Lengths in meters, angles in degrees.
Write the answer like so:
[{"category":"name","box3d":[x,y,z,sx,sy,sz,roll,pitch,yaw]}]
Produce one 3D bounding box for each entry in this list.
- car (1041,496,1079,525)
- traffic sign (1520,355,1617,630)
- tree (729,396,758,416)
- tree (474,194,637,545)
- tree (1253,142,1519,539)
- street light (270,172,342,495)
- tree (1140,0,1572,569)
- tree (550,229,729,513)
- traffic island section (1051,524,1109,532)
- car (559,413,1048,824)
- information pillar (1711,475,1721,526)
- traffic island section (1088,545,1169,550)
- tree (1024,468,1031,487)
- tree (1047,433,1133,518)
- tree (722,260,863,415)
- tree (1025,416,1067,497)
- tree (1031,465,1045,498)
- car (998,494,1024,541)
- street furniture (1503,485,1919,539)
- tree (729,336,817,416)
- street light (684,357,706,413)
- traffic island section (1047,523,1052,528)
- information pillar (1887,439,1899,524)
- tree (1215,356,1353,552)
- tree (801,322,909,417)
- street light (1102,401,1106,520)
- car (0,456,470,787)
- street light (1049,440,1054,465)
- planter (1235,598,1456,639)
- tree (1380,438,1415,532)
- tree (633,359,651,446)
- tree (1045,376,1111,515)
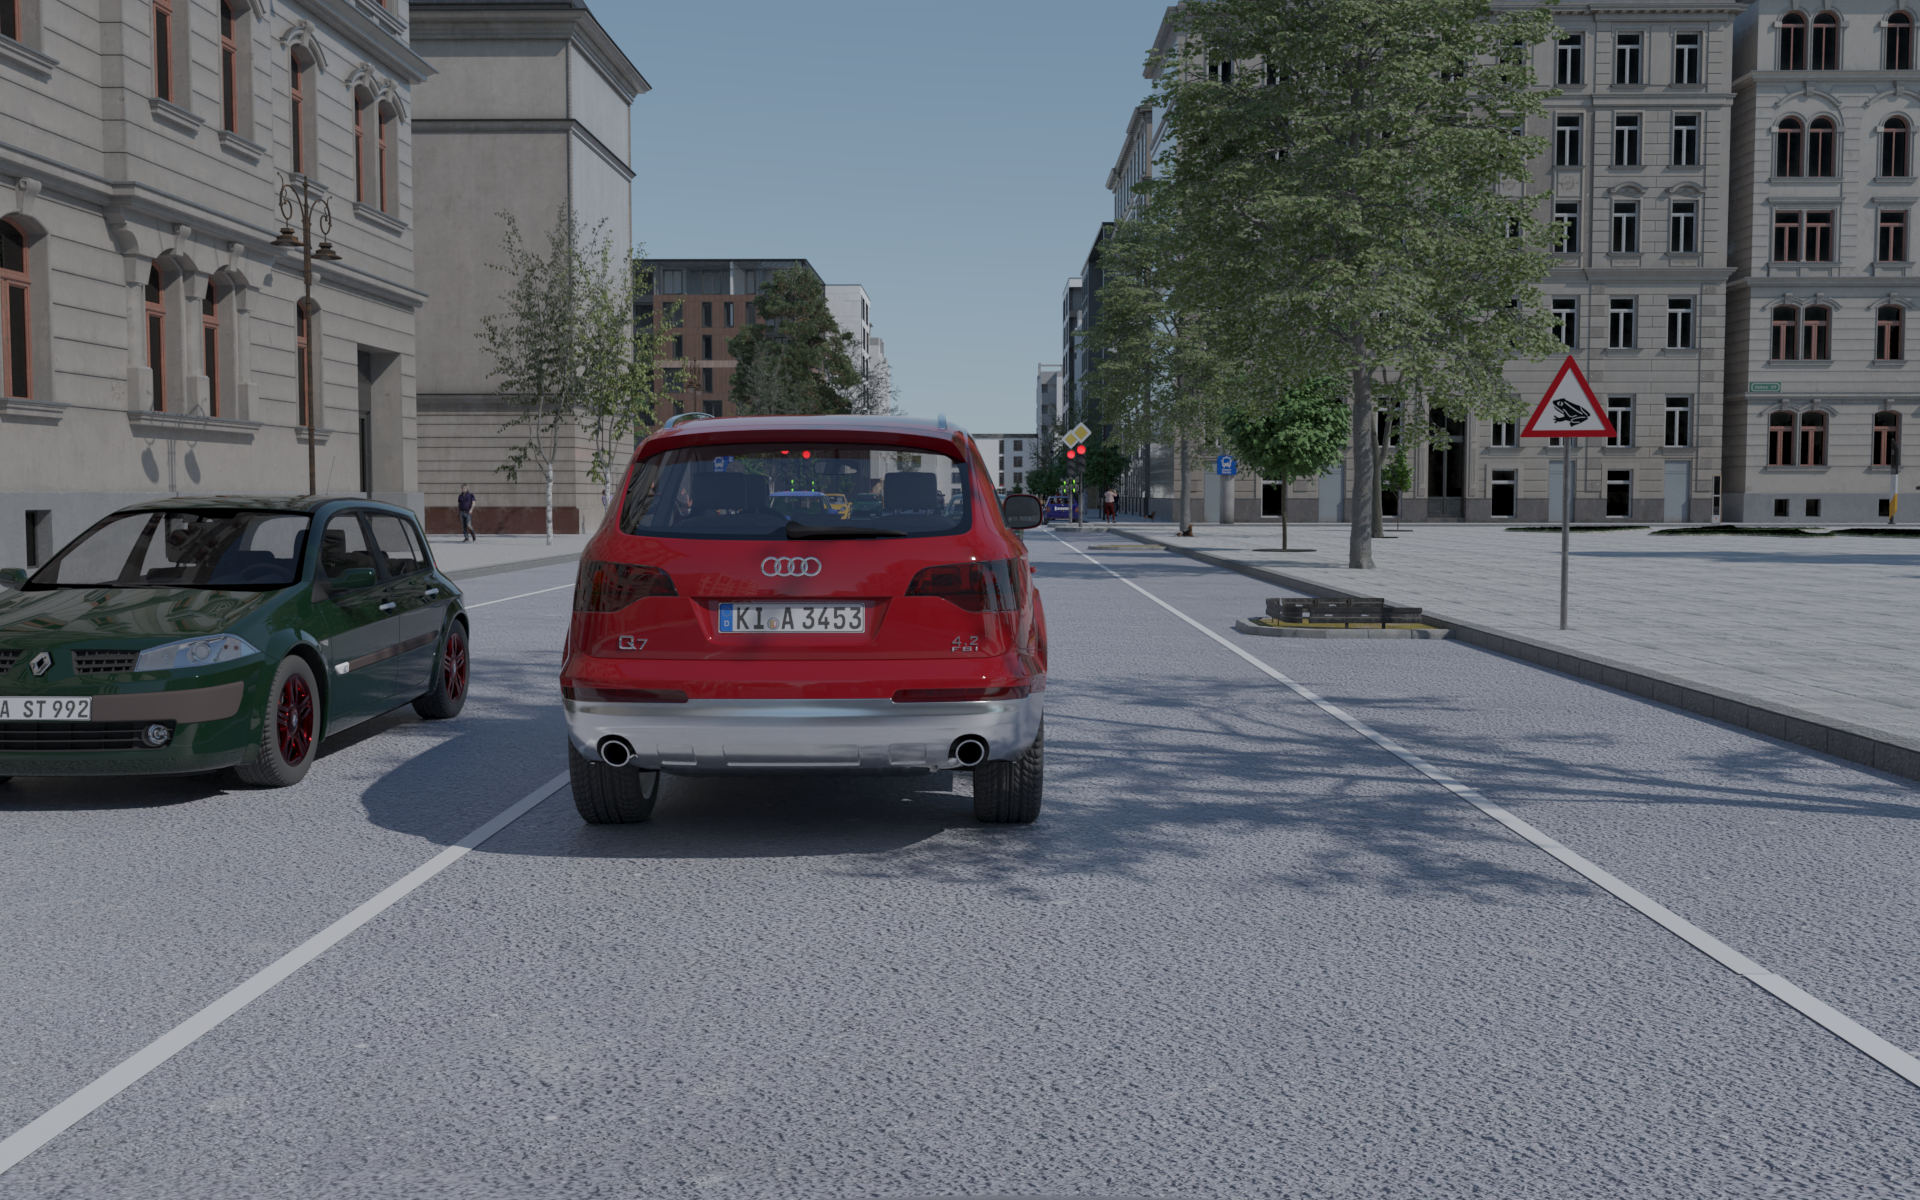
[{"category":"car","box3d":[4.666,-4.188,81.059,1.945,1.354,3.894,0,4,-1]},{"category":"traffic sign","box3d":[5.708,-0.997,16.308,0.884,2.594,0.081,0,4,5]},{"category":"tree","box3d":[-11.216,-9.245,101.512,4.737,8.622,4.395,0,3,0]},{"category":"tree","box3d":[-10.245,-5.685,43.308,4.360,8.622,3.978,0,3,0]},{"category":"tree","box3d":[12.240,-7.613,50.227,9.928,11.665,9.643,0,3,0]},{"category":"street light","box3d":[-9.495,-3.212,25.305,0.468,5.910,1.993,0,4,1]},{"category":"tree","box3d":[6.500,-6.814,29.540,7.486,12.596,7.792,0,3,0]},{"category":"tree","box3d":[-9.887,-6.052,49.311,4.737,8.622,4.395,0,3,0]},{"category":"traffic island section","box3d":[4.680,-2.732,66.955,2.009,0.180,2.903,0,4,1]},{"category":"car","box3d":[-0.668,-0.025,9.076,2.281,1.827,5.304,0,4,-1]},{"category":"information pillar","box3d":[29.381,-3.842,67.303,0.304,2.012,0.304,1,4,16]},{"category":"traffic island section","box3d":[4.347,-1.358,45.065,1.991,0.108,1.994,0,4,1]},{"category":"tree","box3d":[8.636,-12.616,189.984,4.285,4.588,4.351,0,3,0]},{"category":"tree","box3d":[7.491,-6.620,91.954,4.285,4.588,4.351,0,3,0]},{"category":"tree","box3d":[-9.011,-11.348,92.966,7.806,13.903,7.818,0,3,0]},{"category":"tree","box3d":[8.229,-12.848,160.430,4.360,8.622,3.978,0,3,0]},{"category":"tree","box3d":[7.703,-8.329,119.888,4.285,4.588,4.351,0,3,0]},{"category":"car","box3d":[0.428,-1.566,37.397,2.131,1.459,4.920,0,4,1]},{"category":"street furniture","box3d":[30.709,-2.830,51.304,14.083,1.986,27.439,-2,4,-30]},{"category":"tree","box3d":[-8.773,-7.963,80.561,4.360,8.622,3.978,0,3,0]},{"category":"street light","box3d":[-8.906,-5.234,58.361,0.468,5.910,1.993,0,4,1]},{"category":"traffic island section","box3d":[4.802,-3.221,74.939,2.009,0.180,2.903,0,4,1]},{"category":"information pillar","box3d":[39.693,-5.031,73.611,0.183,3.616,0.504,0,4,3]},{"category":"tree","box3d":[7.355,-3.375,38.895,4.285,4.588,4.351,0,3,0]},{"category":"tree","box3d":[-8.639,-12.833,120.191,12.009,13.543,11.850,0,3,0]},{"category":"street light","box3d":[6.995,-6.800,83.968,0.468,5.910,1.993,0,4,1]},{"category":"car","box3d":[-4.088,0.004,9.727,2.009,1.686,4.222,0,4,1]},{"category":"street light","box3d":[7.863,-10.778,148.999,0.468,5.910,1.993,0,4,1]},{"category":"planter","box3d":[3.932,0.185,18.118,1.991,0.319,1.994,0,4,1]},{"category":"tree","box3d":[15.092,-3.967,59.460,1.663,3.219,1.824,0,3,0]},{"category":"tree","box3d":[-23.690,-11.333,111.044,9.928,11.665,9.643,0,3,0]},{"category":"tree","box3d":[7.394,-9.485,105.439,4.737,8.622,4.395,0,3,0]}]
